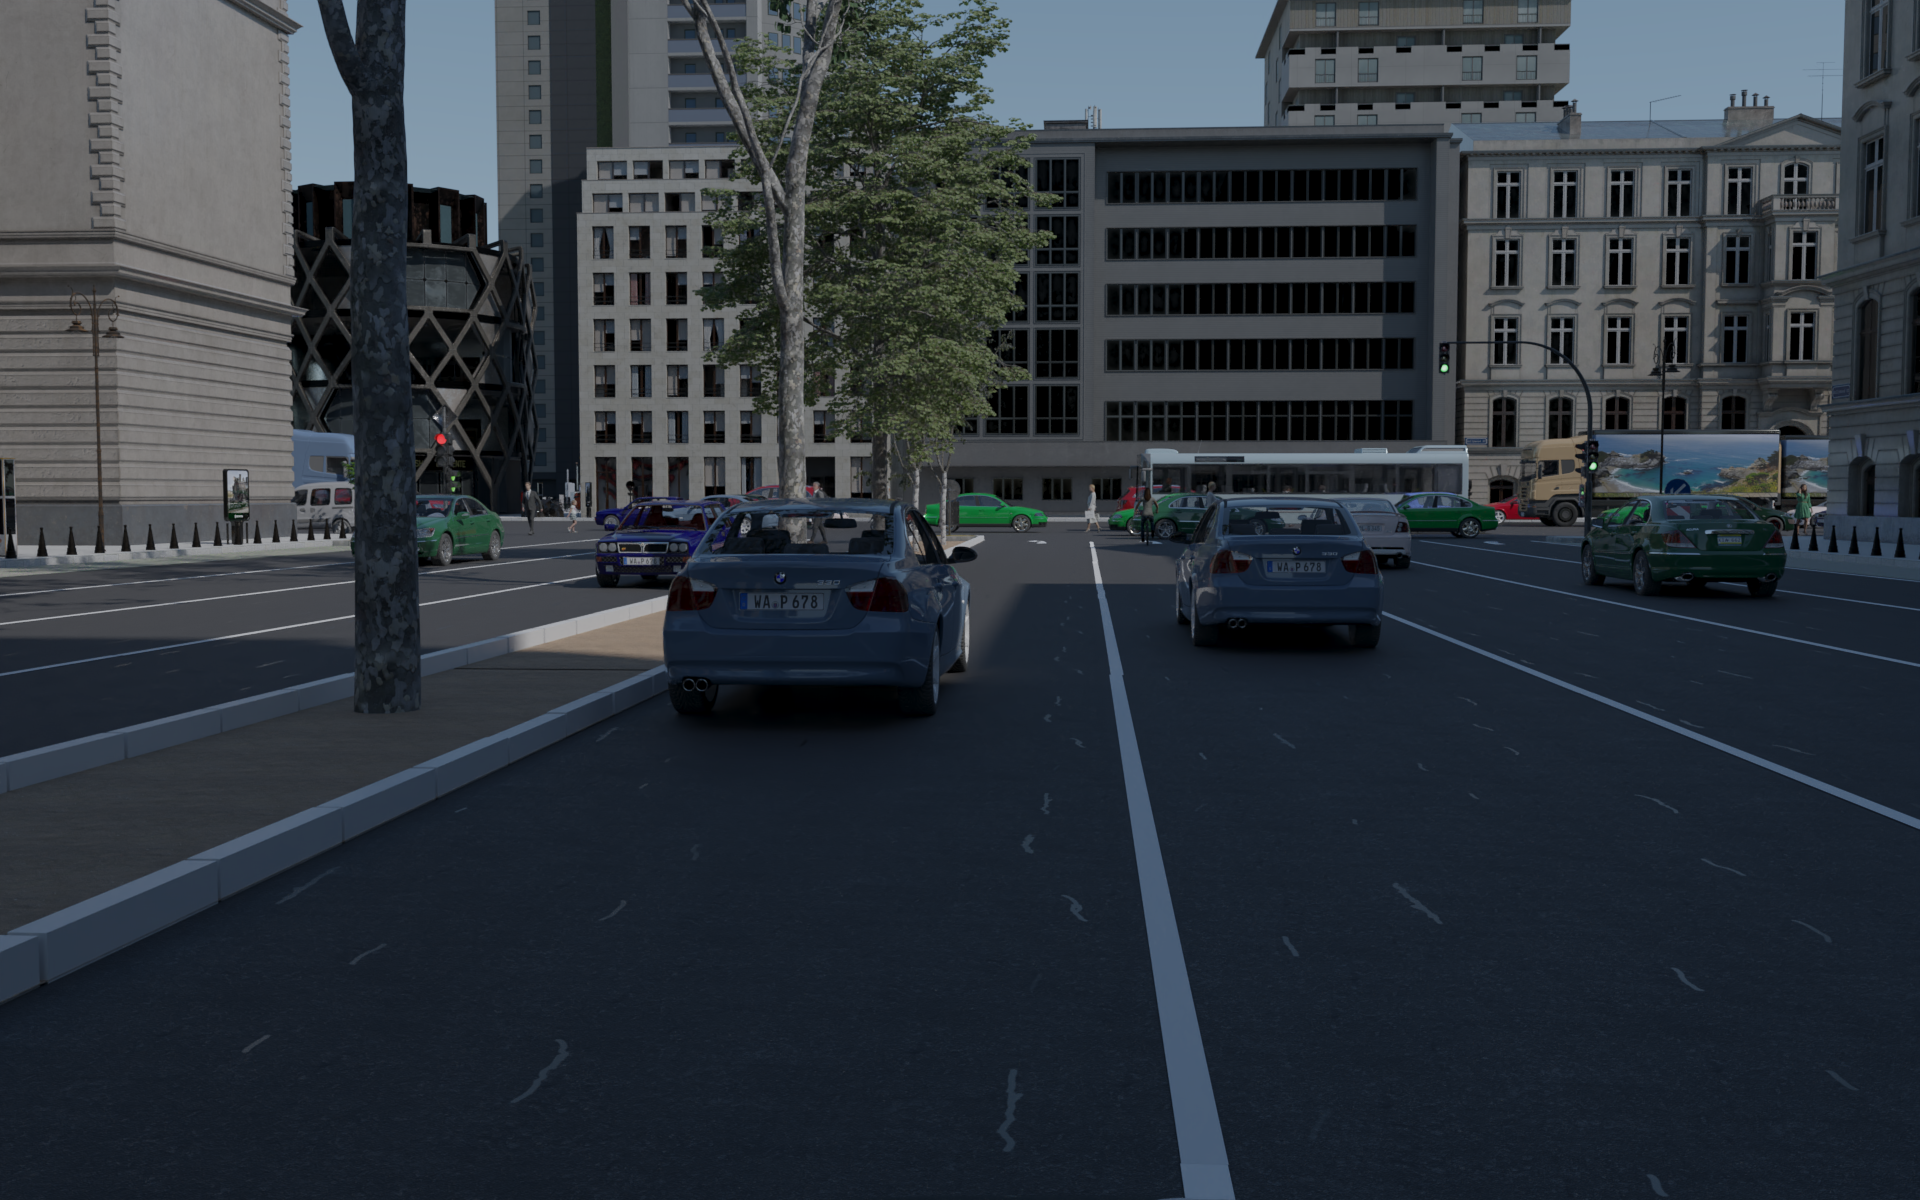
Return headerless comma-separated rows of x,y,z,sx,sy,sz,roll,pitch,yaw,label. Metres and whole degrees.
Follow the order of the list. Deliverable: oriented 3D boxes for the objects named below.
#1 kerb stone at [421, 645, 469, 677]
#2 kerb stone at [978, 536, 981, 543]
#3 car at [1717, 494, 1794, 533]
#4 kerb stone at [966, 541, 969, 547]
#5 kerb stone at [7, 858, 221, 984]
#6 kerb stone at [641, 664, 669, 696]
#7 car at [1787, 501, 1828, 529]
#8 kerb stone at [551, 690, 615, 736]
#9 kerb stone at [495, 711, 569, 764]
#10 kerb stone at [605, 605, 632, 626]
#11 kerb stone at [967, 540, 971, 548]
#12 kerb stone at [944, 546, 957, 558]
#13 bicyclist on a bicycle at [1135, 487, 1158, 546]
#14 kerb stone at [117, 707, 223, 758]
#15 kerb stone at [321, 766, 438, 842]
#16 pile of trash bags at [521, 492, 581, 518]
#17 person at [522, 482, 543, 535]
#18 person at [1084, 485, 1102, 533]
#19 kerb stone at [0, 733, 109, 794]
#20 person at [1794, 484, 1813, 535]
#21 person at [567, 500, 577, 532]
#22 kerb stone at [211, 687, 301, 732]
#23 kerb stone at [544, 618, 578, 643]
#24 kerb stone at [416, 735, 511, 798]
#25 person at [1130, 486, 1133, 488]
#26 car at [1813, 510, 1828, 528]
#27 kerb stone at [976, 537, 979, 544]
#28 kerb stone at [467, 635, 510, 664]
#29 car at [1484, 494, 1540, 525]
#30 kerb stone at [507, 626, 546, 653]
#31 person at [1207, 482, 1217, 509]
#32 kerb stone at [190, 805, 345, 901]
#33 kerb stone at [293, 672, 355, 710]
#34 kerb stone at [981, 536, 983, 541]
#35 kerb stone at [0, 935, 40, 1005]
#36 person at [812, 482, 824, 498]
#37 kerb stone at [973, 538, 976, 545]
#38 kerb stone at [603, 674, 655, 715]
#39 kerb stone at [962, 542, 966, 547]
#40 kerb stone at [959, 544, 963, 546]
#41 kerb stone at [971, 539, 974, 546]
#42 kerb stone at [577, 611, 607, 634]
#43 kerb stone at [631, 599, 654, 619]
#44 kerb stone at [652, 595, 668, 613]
-4.211,0.504,13.951,0.120,0.150,1.000,0,4,4,kerb stone
0.433,-1.686,49.768,0.120,0.150,1.000,0,4,4,kerb stone
26.798,-3.095,60.393,4.222,1.686,2.009,0,4,4,car
0.072,-1.366,44.621,0.120,0.150,1.000,0,4,4,kerb stone
-2.693,1.017,5.566,0.120,0.150,1.000,0,4,4,kerb stone
-2.191,0.578,12.749,0.120,0.150,1.000,0,4,4,kerb stone
37.120,-3.681,72.552,4.827,1.381,2.083,0,4,4,car
-2.339,0.706,10.698,0.120,0.150,1.000,0,4,4,kerb stone
-2.408,0.774,9.672,0.120,0.150,1.000,0,4,4,kerb stone
-3.844,0.188,19.123,0.120,0.150,1.000,0,4,4,kerb stone
0.142,-1.433,45.660,0.120,0.150,1.000,0,4,4,kerb stone
-0.223,-1.120,40.500,0.120,0.150,1.000,0,4,4,kerb stone
5.239,-2.351,48.461,1.499,1.676,1.625,0,4,5,bicyclist on a bicycle
-4.502,0.757,9.825,0.120,0.150,1.000,0,4,4,kerb stone
-2.553,0.894,7.618,0.120,0.150,1.000,0,4,4,kerb stone
-22.428,-5.258,95.727,3.447,1.369,1.912,-2,4,-29,pile of trash bags
-14.989,-3.185,60.353,0.659,1.850,0.755,1,4,11,person
4.925,-3.387,64.225,0.624,1.780,0.694,1,4,22,person
-4.579,0.819,8.799,0.120,0.150,1.000,0,4,4,kerb stone
29.435,-3.165,60.494,0.600,1.795,0.529,0,4,-4,person
-14.489,-3.130,64.695,0.382,1.210,0.505,0,4,-7,person
-4.431,0.694,10.851,0.120,0.150,1.000,0,4,4,kerb stone
-3.987,0.315,17.052,0.120,0.150,1.000,0,4,4,kerb stone
-2.480,0.830,8.644,0.120,0.150,1.000,0,4,4,kerb stone
8.229,-4.461,81.620,0.592,1.802,0.473,1,4,10,person
34.213,-3.198,64.872,3.894,1.354,1.945,0,4,2,car
0.365,-1.623,48.742,0.120,0.150,1.000,0,4,4,kerb stone
-4.137,0.444,14.977,0.120,0.150,1.000,0,4,4,kerb stone
26.629,-4.472,82.155,4.494,1.783,2.155,0,4,3,car
-4.064,0.378,16.012,0.120,0.150,1.000,0,4,4,kerb stone
7.119,-2.470,49.233,0.624,1.780,0.694,2,4,24,person
-2.624,0.954,6.592,0.120,0.150,1.000,0,4,4,kerb stone
-4.362,0.631,11.882,0.120,0.150,1.000,0,4,4,kerb stone
0.507,-1.744,50.794,0.120,0.150,1.000,0,4,4,kerb stone
-2.771,1.080,4.538,0.120,0.150,1.000,0,4,4,kerb stone
-4.127,-2.474,49.350,0.834,1.777,0.661,-3,4,-37,person
0.290,-1.559,47.716,0.120,0.150,1.000,0,4,4,kerb stone
-2.262,0.642,11.723,0.120,0.150,1.000,0,4,4,kerb stone
-0.002,-1.308,43.588,0.120,0.150,1.000,0,4,4,kerb stone
-0.084,-1.238,42.563,0.120,0.150,1.000,0,4,4,kerb stone
0.216,-1.498,46.685,0.120,0.150,1.000,0,4,4,kerb stone
-3.911,0.251,18.094,0.120,0.150,1.000,0,4,4,kerb stone
-3.773,0.128,20.151,0.120,0.150,1.000,0,4,4,kerb stone
-3.697,0.062,21.181,0.120,0.150,1.000,0,4,4,kerb stone
